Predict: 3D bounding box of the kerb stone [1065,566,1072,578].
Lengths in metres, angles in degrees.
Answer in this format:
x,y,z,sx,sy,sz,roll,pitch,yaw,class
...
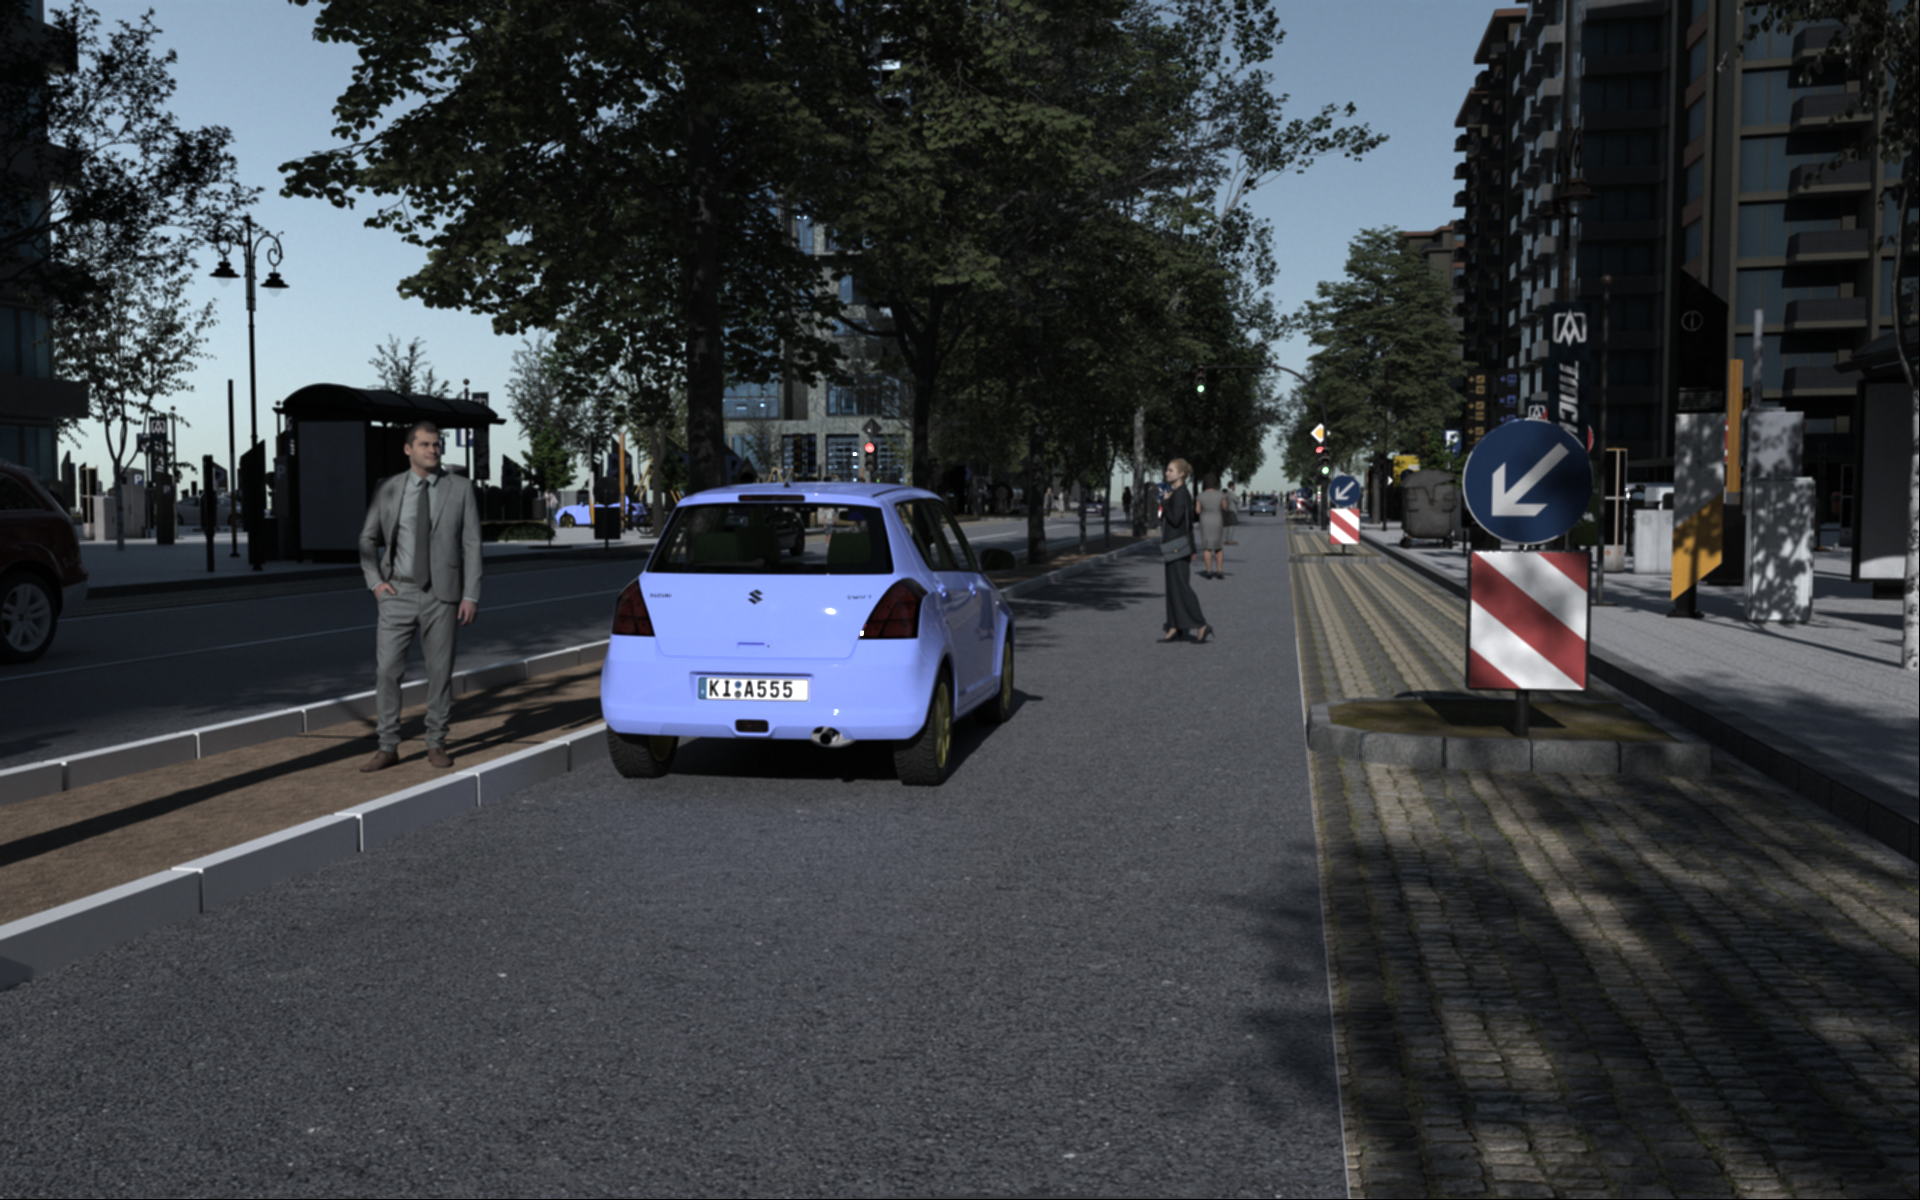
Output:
x,y,z,sx,sy,sz,roll,pitch,yaw,class
1.762,-0.452,29.633,0.120,0.150,1.000,1,4,11,kerb stone

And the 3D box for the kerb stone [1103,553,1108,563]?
x,y,z,sx,sy,sz,roll,pitch,yaw,class
2.887,-0.825,35.683,0.120,0.150,1.000,1,4,11,kerb stone

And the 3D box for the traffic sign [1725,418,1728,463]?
x,y,z,sx,sy,sz,roll,pitch,yaw,class
12.621,-1.759,28.861,0.768,2.556,0.104,1,4,17,traffic sign

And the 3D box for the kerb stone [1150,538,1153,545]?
x,y,z,sx,sy,sz,roll,pitch,yaw,class
5.146,-1.565,47.788,0.120,0.150,1.000,1,4,11,kerb stone

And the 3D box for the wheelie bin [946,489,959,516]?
x,y,z,sx,sy,sz,roll,pitch,yaw,class
-0.467,-5.687,100.890,0.693,1.594,0.980,-1,4,-11,wheelie bin

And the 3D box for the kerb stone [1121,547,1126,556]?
x,y,z,sx,sy,sz,roll,pitch,yaw,class
3.638,-1.069,39.718,0.120,0.150,1.000,1,4,11,kerb stone

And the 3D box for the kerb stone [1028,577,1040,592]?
x,y,z,sx,sy,sz,roll,pitch,yaw,class
1.013,-0.208,25.596,0.120,0.150,1.000,1,4,11,kerb stone

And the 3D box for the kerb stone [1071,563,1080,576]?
x,y,z,sx,sy,sz,roll,pitch,yaw,class
1.953,-0.511,30.640,0.120,0.150,1.000,1,4,11,kerb stone

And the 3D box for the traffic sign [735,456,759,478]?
x,y,z,sx,sy,sz,roll,pitch,yaw,class
-7.221,-3.592,58.728,0.884,2.594,0.081,1,4,15,traffic sign

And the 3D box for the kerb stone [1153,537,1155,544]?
x,y,z,sx,sy,sz,roll,pitch,yaw,class
5.332,-1.626,48.797,0.120,0.150,1.000,1,4,11,kerb stone

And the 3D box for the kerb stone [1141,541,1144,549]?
x,y,z,sx,sy,sz,roll,pitch,yaw,class
4.583,-1.380,44.762,0.120,0.150,1.000,1,4,11,kerb stone

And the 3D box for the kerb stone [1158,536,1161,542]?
x,y,z,sx,sy,sz,roll,pitch,yaw,class
5.719,-1.743,50.805,0.120,0.150,1.000,1,4,11,kerb stone

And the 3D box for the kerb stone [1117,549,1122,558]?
x,y,z,sx,sy,sz,roll,pitch,yaw,class
3.460,-1.010,38.711,0.120,0.150,1.000,1,4,11,kerb stone

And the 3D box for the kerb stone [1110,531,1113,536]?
x,y,z,sx,sy,sz,roll,pitch,yaw,class
4.962,-2.204,58.232,0.120,0.150,1.000,1,4,11,kerb stone

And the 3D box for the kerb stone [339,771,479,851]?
x,y,z,sx,sy,sz,roll,pitch,yaw,class
-2.366,0.902,7.448,0.120,0.150,1.000,1,4,11,kerb stone

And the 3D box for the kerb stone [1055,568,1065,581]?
x,y,z,sx,sy,sz,roll,pitch,yaw,class
1.577,-0.393,28.627,0.120,0.150,1.000,1,4,11,kerb stone

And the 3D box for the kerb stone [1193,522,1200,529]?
x,y,z,sx,sy,sz,roll,pitch,yaw,class
10.313,-3.251,75.494,0.120,0.150,1.000,1,4,11,kerb stone

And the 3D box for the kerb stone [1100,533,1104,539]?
x,y,z,sx,sy,sz,roll,pitch,yaw,class
4.392,-2.019,55.199,0.120,0.150,1.000,1,4,11,kerb stone

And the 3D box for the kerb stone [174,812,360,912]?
x,y,z,sx,sy,sz,roll,pitch,yaw,class
-2.559,0.964,6.433,0.120,0.150,1.000,1,4,11,kerb stone

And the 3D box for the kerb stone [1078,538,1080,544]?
x,y,z,sx,sy,sz,roll,pitch,yaw,class
3.269,-1.649,49.165,0.120,0.150,1.000,1,4,11,kerb stone

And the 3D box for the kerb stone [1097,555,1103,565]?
x,y,z,sx,sy,sz,roll,pitch,yaw,class
2.704,-0.762,34.677,0.120,0.150,1.000,1,4,11,kerb stone

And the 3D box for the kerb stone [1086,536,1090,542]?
x,y,z,sx,sy,sz,roll,pitch,yaw,class
3.646,-1.772,51.174,0.120,0.150,1.000,1,4,11,kerb stone

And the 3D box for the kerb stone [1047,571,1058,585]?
x,y,z,sx,sy,sz,roll,pitch,yaw,class
1.396,-0.332,27.620,0.120,0.150,1.000,1,4,11,kerb stone

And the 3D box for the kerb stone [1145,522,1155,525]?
x,y,z,sx,sy,sz,roll,pitch,yaw,class
8.430,-3.339,76.873,0.120,0.150,1.000,1,4,11,kerb stone

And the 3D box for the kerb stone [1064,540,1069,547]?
x,y,z,sx,sy,sz,roll,pitch,yaw,class
2.706,-1.464,46.137,0.120,0.150,1.000,1,4,11,kerb stone

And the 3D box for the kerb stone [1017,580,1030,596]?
x,y,z,sx,sy,sz,roll,pitch,yaw,class
0.826,-0.146,24.590,0.120,0.150,1.000,1,4,11,kerb stone

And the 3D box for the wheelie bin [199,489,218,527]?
x,y,z,sx,sy,sz,roll,pitch,yaw,class
-29.148,-3.627,67.205,0.693,1.594,0.980,-2,4,-26,wheelie bin

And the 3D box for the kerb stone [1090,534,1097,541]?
x,y,z,sx,sy,sz,roll,pitch,yaw,class
4.017,-1.895,53.185,0.120,0.150,1.000,1,4,11,kerb stone

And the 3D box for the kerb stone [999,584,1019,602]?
x,y,z,sx,sy,sz,roll,pitch,yaw,class
0.639,-0.085,23.585,0.120,0.150,1.000,1,4,11,kerb stone

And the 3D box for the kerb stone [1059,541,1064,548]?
x,y,z,sx,sy,sz,roll,pitch,yaw,class
2.512,-1.402,45.133,0.120,0.150,1.000,1,4,11,kerb stone

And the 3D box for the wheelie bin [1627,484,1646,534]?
x,y,z,sx,sy,sz,roll,pitch,yaw,class
21.874,-2.927,55.764,0.693,1.594,0.980,0,4,1,wheelie bin

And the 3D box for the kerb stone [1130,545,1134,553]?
x,y,z,sx,sy,sz,roll,pitch,yaw,class
4.022,-1.195,41.734,0.120,0.150,1.000,1,4,11,kerb stone

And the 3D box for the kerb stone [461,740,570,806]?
x,y,z,sx,sy,sz,roll,pitch,yaw,class
-2.175,0.841,8.453,0.120,0.150,1.000,1,4,11,kerb stone

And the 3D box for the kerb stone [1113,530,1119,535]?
x,y,z,sx,sy,sz,roll,pitch,yaw,class
5.334,-2.327,60.258,0.120,0.150,1.000,1,4,11,kerb stone

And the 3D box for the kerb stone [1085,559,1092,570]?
x,y,z,sx,sy,sz,roll,pitch,yaw,class
2.331,-0.639,32.649,0.120,0.150,1.000,1,4,11,kerb stone

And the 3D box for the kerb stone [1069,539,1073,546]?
x,y,z,sx,sy,sz,roll,pitch,yaw,class
2.894,-1.526,47.148,0.120,0.150,1.000,1,4,11,kerb stone

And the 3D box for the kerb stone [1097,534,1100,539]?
x,y,z,sx,sy,sz,roll,pitch,yaw,class
4.198,-1.957,54.192,0.120,0.150,1.000,1,4,11,kerb stone

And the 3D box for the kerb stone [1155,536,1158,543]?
x,y,z,sx,sy,sz,roll,pitch,yaw,class
5.520,-1.686,49.802,0.120,0.150,1.000,1,4,11,kerb stone

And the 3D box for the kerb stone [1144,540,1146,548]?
x,y,z,sx,sy,sz,roll,pitch,yaw,class
4.762,-1.442,45.768,0.120,0.150,1.000,1,4,11,kerb stone

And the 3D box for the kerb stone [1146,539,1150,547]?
x,y,z,sx,sy,sz,roll,pitch,yaw,class
4.957,-1.503,46.781,0.120,0.150,1.000,1,4,11,kerb stone

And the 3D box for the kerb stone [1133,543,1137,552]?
x,y,z,sx,sy,sz,roll,pitch,yaw,class
4.207,-1.257,42.739,0.120,0.150,1.000,1,4,11,kerb stone

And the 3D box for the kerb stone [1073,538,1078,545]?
x,y,z,sx,sy,sz,roll,pitch,yaw,class
3.081,-1.588,48.160,0.120,0.150,1.000,1,4,11,kerb stone

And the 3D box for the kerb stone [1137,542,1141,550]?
x,y,z,sx,sy,sz,roll,pitch,yaw,class
4.397,-1.319,43.757,0.120,0.150,1.000,1,4,11,kerb stone

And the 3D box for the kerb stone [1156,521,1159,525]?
x,y,z,sx,sy,sz,roll,pitch,yaw,class
9.004,-3.529,79.901,0.120,0.150,1.000,1,4,11,kerb stone

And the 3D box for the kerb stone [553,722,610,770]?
x,y,z,sx,sy,sz,roll,pitch,yaw,class
-1.990,0.779,9.466,0.120,0.150,1.000,1,4,11,kerb stone

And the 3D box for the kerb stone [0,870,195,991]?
x,y,z,sx,sy,sz,roll,pitch,yaw,class
-2.746,1.028,5.428,0.120,0.150,1.000,1,4,11,kerb stone

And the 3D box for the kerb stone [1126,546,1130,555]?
x,y,z,sx,sy,sz,roll,pitch,yaw,class
3.842,-1.133,40.728,0.120,0.150,1.000,1,4,11,kerb stone

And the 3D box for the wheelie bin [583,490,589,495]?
x,y,z,sx,sy,sz,roll,pitch,yaw,class
-31.167,-8.393,145.134,0.980,1.594,0.693,-2,4,-23,wheelie bin

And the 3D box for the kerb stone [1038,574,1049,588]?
x,y,z,sx,sy,sz,roll,pitch,yaw,class
1.200,-0.265,26.617,0.120,0.150,1.000,1,4,11,kerb stone

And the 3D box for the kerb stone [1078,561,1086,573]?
x,y,z,sx,sy,sz,roll,pitch,yaw,class
2.146,-0.574,31.644,0.120,0.150,1.000,1,4,11,kerb stone

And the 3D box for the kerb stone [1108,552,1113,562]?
x,y,z,sx,sy,sz,roll,pitch,yaw,class
3.083,-0.887,36.695,0.120,0.150,1.000,1,4,11,kerb stone

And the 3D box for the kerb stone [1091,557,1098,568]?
x,y,z,sx,sy,sz,roll,pitch,yaw,class
2.515,-0.701,33.658,0.120,0.150,1.000,1,4,11,kerb stone

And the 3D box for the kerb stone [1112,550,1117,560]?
x,y,z,sx,sy,sz,roll,pitch,yaw,class
3.264,-0.948,37.708,0.120,0.150,1.000,1,4,11,kerb stone
